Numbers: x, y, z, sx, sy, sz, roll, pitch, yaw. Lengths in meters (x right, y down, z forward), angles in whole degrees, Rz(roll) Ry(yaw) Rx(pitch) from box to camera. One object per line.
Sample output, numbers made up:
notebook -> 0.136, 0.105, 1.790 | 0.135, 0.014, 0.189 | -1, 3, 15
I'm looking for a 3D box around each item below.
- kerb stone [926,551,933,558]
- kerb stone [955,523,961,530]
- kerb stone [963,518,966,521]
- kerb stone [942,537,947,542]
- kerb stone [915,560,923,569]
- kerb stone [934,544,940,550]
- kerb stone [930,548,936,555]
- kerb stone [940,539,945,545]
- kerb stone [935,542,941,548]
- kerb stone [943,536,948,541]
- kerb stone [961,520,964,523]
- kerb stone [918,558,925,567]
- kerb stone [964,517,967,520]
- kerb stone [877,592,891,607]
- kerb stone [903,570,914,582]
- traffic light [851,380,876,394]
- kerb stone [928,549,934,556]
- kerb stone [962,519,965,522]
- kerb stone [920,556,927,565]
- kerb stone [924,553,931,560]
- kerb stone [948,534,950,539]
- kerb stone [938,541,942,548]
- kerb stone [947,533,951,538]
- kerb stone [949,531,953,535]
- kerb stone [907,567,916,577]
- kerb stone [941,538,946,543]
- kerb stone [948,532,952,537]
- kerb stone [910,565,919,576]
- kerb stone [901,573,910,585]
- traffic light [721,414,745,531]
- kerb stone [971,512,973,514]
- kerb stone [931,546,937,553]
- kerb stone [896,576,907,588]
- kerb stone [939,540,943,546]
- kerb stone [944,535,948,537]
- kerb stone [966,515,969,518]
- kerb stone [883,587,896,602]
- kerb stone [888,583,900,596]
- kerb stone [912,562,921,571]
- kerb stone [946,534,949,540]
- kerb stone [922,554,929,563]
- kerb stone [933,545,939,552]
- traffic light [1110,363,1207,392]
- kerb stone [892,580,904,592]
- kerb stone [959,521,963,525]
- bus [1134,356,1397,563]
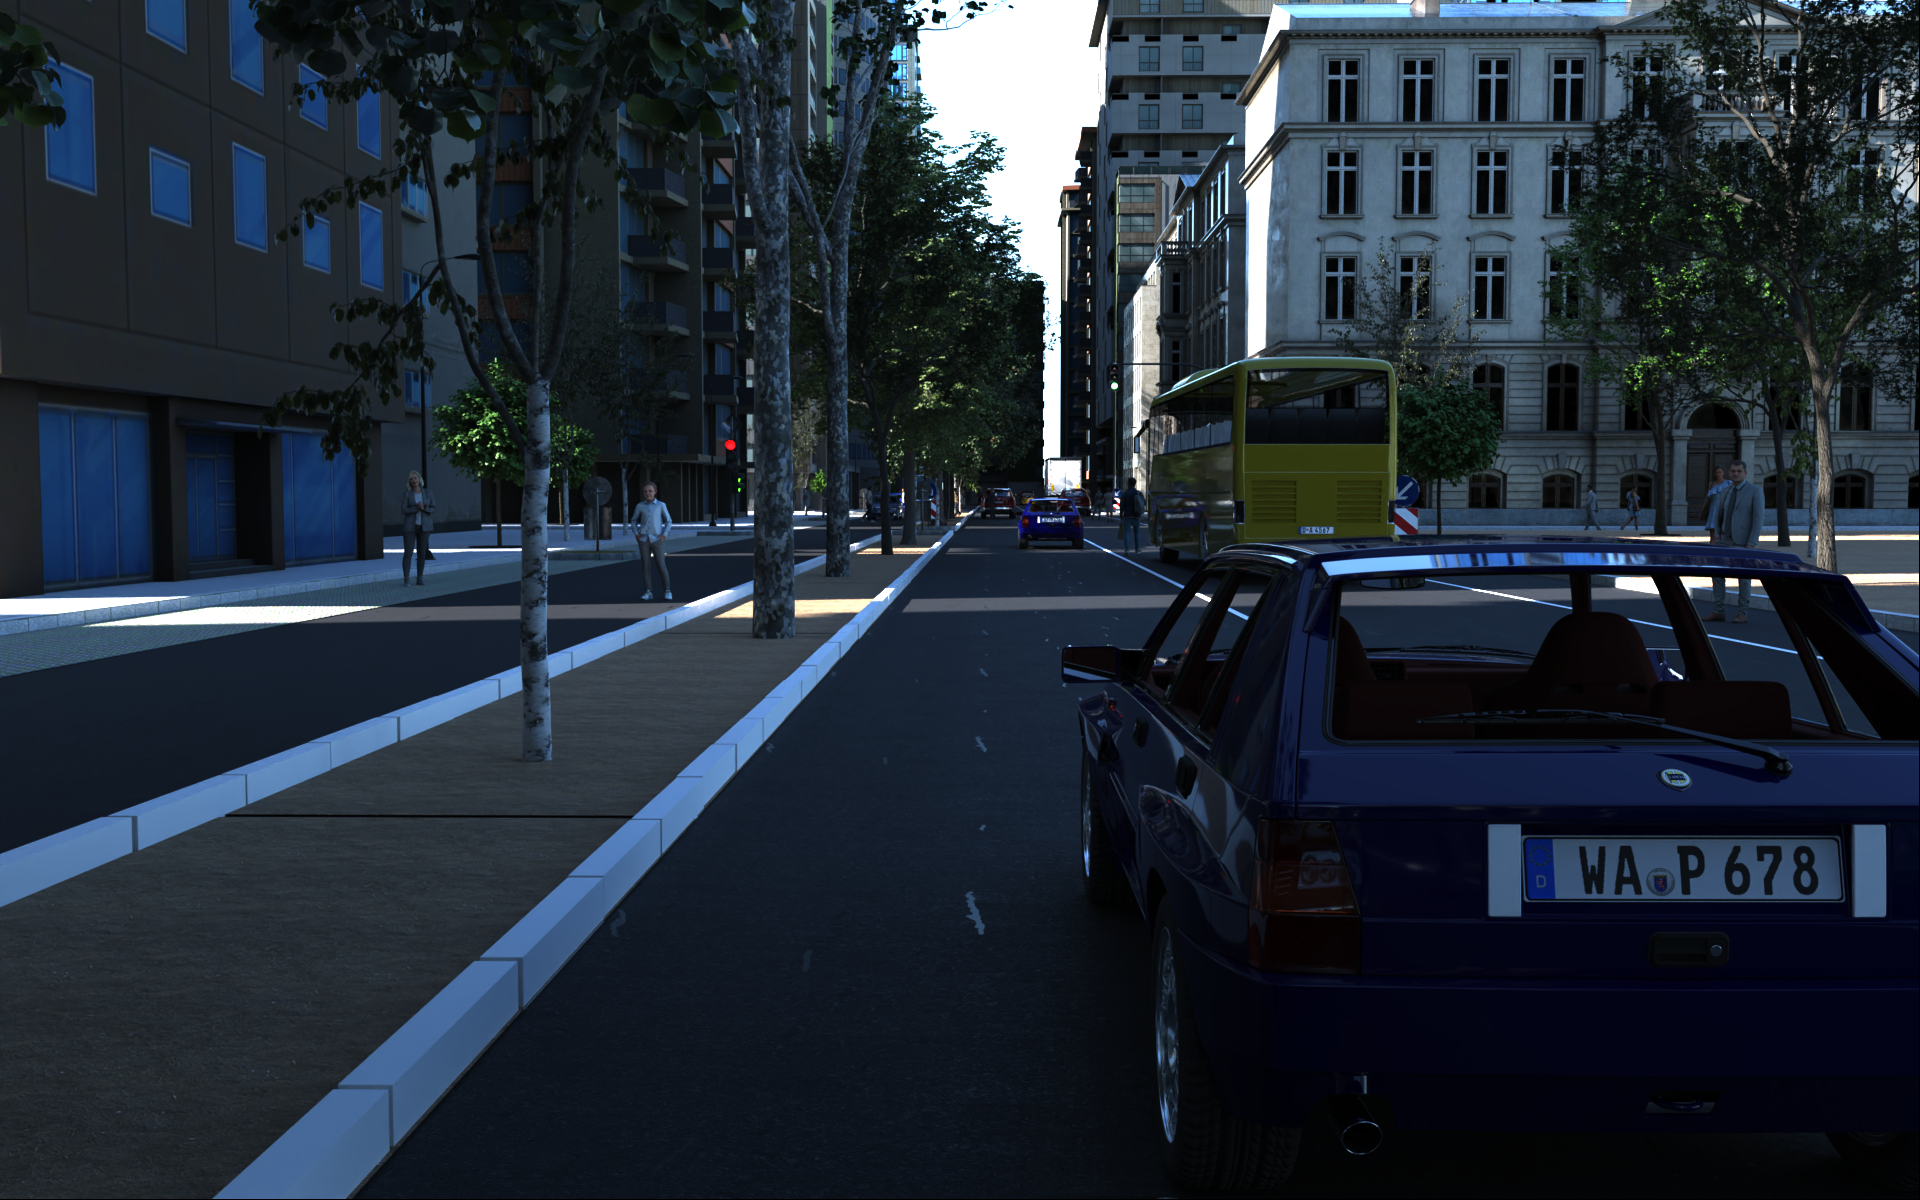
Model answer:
kerb stone -> -0.717, -0.908, 37.047 | 0.120, 0.150, 1.000 | 0, 4, 1
kerb stone -> -0.139, -2.942, 70.403 | 0.120, 0.150, 1.000 | 0, 4, 1
kerb stone -> 0.083, -3.701, 82.711 | 0.120, 0.150, 1.000 | 0, 4, 1
kerb stone -> -0.512, -1.598, 48.316 | 0.120, 0.150, 1.000 | 0, 4, 1
kerb stone -> -0.804, -0.595, 31.921 | 0.120, 0.150, 1.000 | 0, 4, 1
kerb stone -> -0.627, -1.219, 42.158 | 0.120, 0.150, 1.000 | 0, 4, 1
kerb stone -> -0.683, -1.033, 39.092 | 0.120, 0.150, 1.000 | 0, 4, 1
kerb stone -> -0.547, -1.471, 46.263 | 0.120, 0.150, 1.000 | 0, 4, 1
kerb stone -> -0.607, -1.283, 43.179 | 0.120, 0.150, 1.000 | 0, 4, 1
kerb stone -> -0.493, -1.660, 49.344 | 0.120, 0.150, 1.000 | 0, 4, 1
kerb stone -> -0.009, -3.387, 77.573 | 0.120, 0.150, 1.000 | 0, 4, 1
kerb stone -> -0.789, -0.658, 32.950 | 0.120, 0.150, 1.000 | 0, 4, 1
kerb stone -> 0.138, -3.889, 85.781 | 0.120, 0.150, 1.000 | 0, 4, 1
kerb stone -> -0.984, 0.034, 21.674 | 0.120, 0.150, 1.000 | 0, 4, 1
kerb stone -> -0.869, -0.341, 27.824 | 0.120, 0.150, 1.000 | 0, 4, 1
traffic light -> -5.693, -5.729, 68.336 | 4.771, 5.953, 1.251 | 0, 4, 1
kerb stone -> -0.699, -0.968, 38.071 | 0.120, 0.150, 1.000 | 0, 4, 1
kerb stone -> 0.025, -3.513, 79.628 | 0.120, 0.150, 1.000 | 0, 4, 1
kerb stone -> -0.766, -0.720, 33.971 | 0.120, 0.150, 1.000 | 0, 4, 1
kerb stone -> -0.733, -0.842, 36.022 | 0.120, 0.150, 1.000 | 0, 4, 1
kerb stone -> -0.450, -1.849, 52.422 | 0.120, 0.150, 1.000 | 0, 4, 1
kerb stone -> -0.587, -1.347, 44.215 | 0.120, 0.150, 1.000 | 0, 4, 1
kerb stone -> -0.425, -1.911, 53.444 | 0.120, 0.150, 1.000 | 0, 4, 1
kerb stone -> -0.392, -2.036, 55.490 | 0.120, 0.150, 1.000 | 0, 4, 1
kerb stone -> -0.861, -0.405, 28.847 | 0.120, 0.150, 1.000 | 0, 4, 1
kerb stone -> -0.533, -1.535, 47.295 | 0.120, 0.150, 1.000 | 0, 4, 1
kerb stone -> -0.405, -1.974, 54.465 | 0.120, 0.150, 1.000 | 0, 4, 1
kerb stone -> -0.837, -0.463, 29.874 | 0.120, 0.150, 1.000 | 0, 4, 1
kerb stone -> -0.889, -0.278, 26.802 | 0.120, 0.150, 1.000 | 0, 4, 1
traffic light -> -7.925, -4.369, 60.353 | 0.839, 4.253, 0.868 | 0, 4, 1
kerb stone -> 0.574, -5.394, 110.383 | 0.120, 0.150, 1.000 | 0, 4, 1
kerb stone -> -0.659, -1.095, 40.114 | 0.120, 0.150, 1.000 | 0, 4, 1
kerb stone -> -0.910, -0.219, 25.770 | 0.120, 0.150, 1.000 | 0, 4, 1
kerb stone -> -0.571, -1.410, 45.242 | 0.120, 0.150, 1.000 | 0, 4, 1
kerb stone -> -0.480, -1.724, 50.377 | 0.120, 0.150, 1.000 | 0, 4, 1
kerb stone -> 0.277, -4.390, 93.973 | 0.120, 0.150, 1.000 | 0, 4, 1
kerb stone -> -0.961, -0.031, 22.701 | 0.120, 0.150, 1.000 | 0, 4, 1
kerb stone -> -0.949, -0.093, 23.723 | 0.120, 0.150, 1.000 | 0, 4, 1
kerb stone -> -0.816, -0.532, 30.900 | 0.120, 0.150, 1.000 | 0, 4, 1
kerb stone -> -0.461, -1.786, 51.398 | 0.120, 0.150, 1.000 | 0, 4, 1
kerb stone -> -0.749, -0.783, 34.999 | 0.120, 0.150, 1.000 | 0, 4, 1
kerb stone -> -0.637, -1.155, 41.136 | 0.120, 0.150, 1.000 | 0, 4, 1
traffic light -> 7.540, -5.217, 59.959 | 4.771, 5.953, 1.251 | 0, 4, 1
kerb stone -> -0.926, -0.156, 24.744 | 0.120, 0.150, 1.000 | 0, 4, 1
kerb stone -> -0.057, -3.199, 74.505 | 0.120, 0.150, 1.000 | 0, 4, 1
bus -> 5.413, -2.522, 32.775 | 2.896, 3.916, 12.252 | 0, 4, -1
